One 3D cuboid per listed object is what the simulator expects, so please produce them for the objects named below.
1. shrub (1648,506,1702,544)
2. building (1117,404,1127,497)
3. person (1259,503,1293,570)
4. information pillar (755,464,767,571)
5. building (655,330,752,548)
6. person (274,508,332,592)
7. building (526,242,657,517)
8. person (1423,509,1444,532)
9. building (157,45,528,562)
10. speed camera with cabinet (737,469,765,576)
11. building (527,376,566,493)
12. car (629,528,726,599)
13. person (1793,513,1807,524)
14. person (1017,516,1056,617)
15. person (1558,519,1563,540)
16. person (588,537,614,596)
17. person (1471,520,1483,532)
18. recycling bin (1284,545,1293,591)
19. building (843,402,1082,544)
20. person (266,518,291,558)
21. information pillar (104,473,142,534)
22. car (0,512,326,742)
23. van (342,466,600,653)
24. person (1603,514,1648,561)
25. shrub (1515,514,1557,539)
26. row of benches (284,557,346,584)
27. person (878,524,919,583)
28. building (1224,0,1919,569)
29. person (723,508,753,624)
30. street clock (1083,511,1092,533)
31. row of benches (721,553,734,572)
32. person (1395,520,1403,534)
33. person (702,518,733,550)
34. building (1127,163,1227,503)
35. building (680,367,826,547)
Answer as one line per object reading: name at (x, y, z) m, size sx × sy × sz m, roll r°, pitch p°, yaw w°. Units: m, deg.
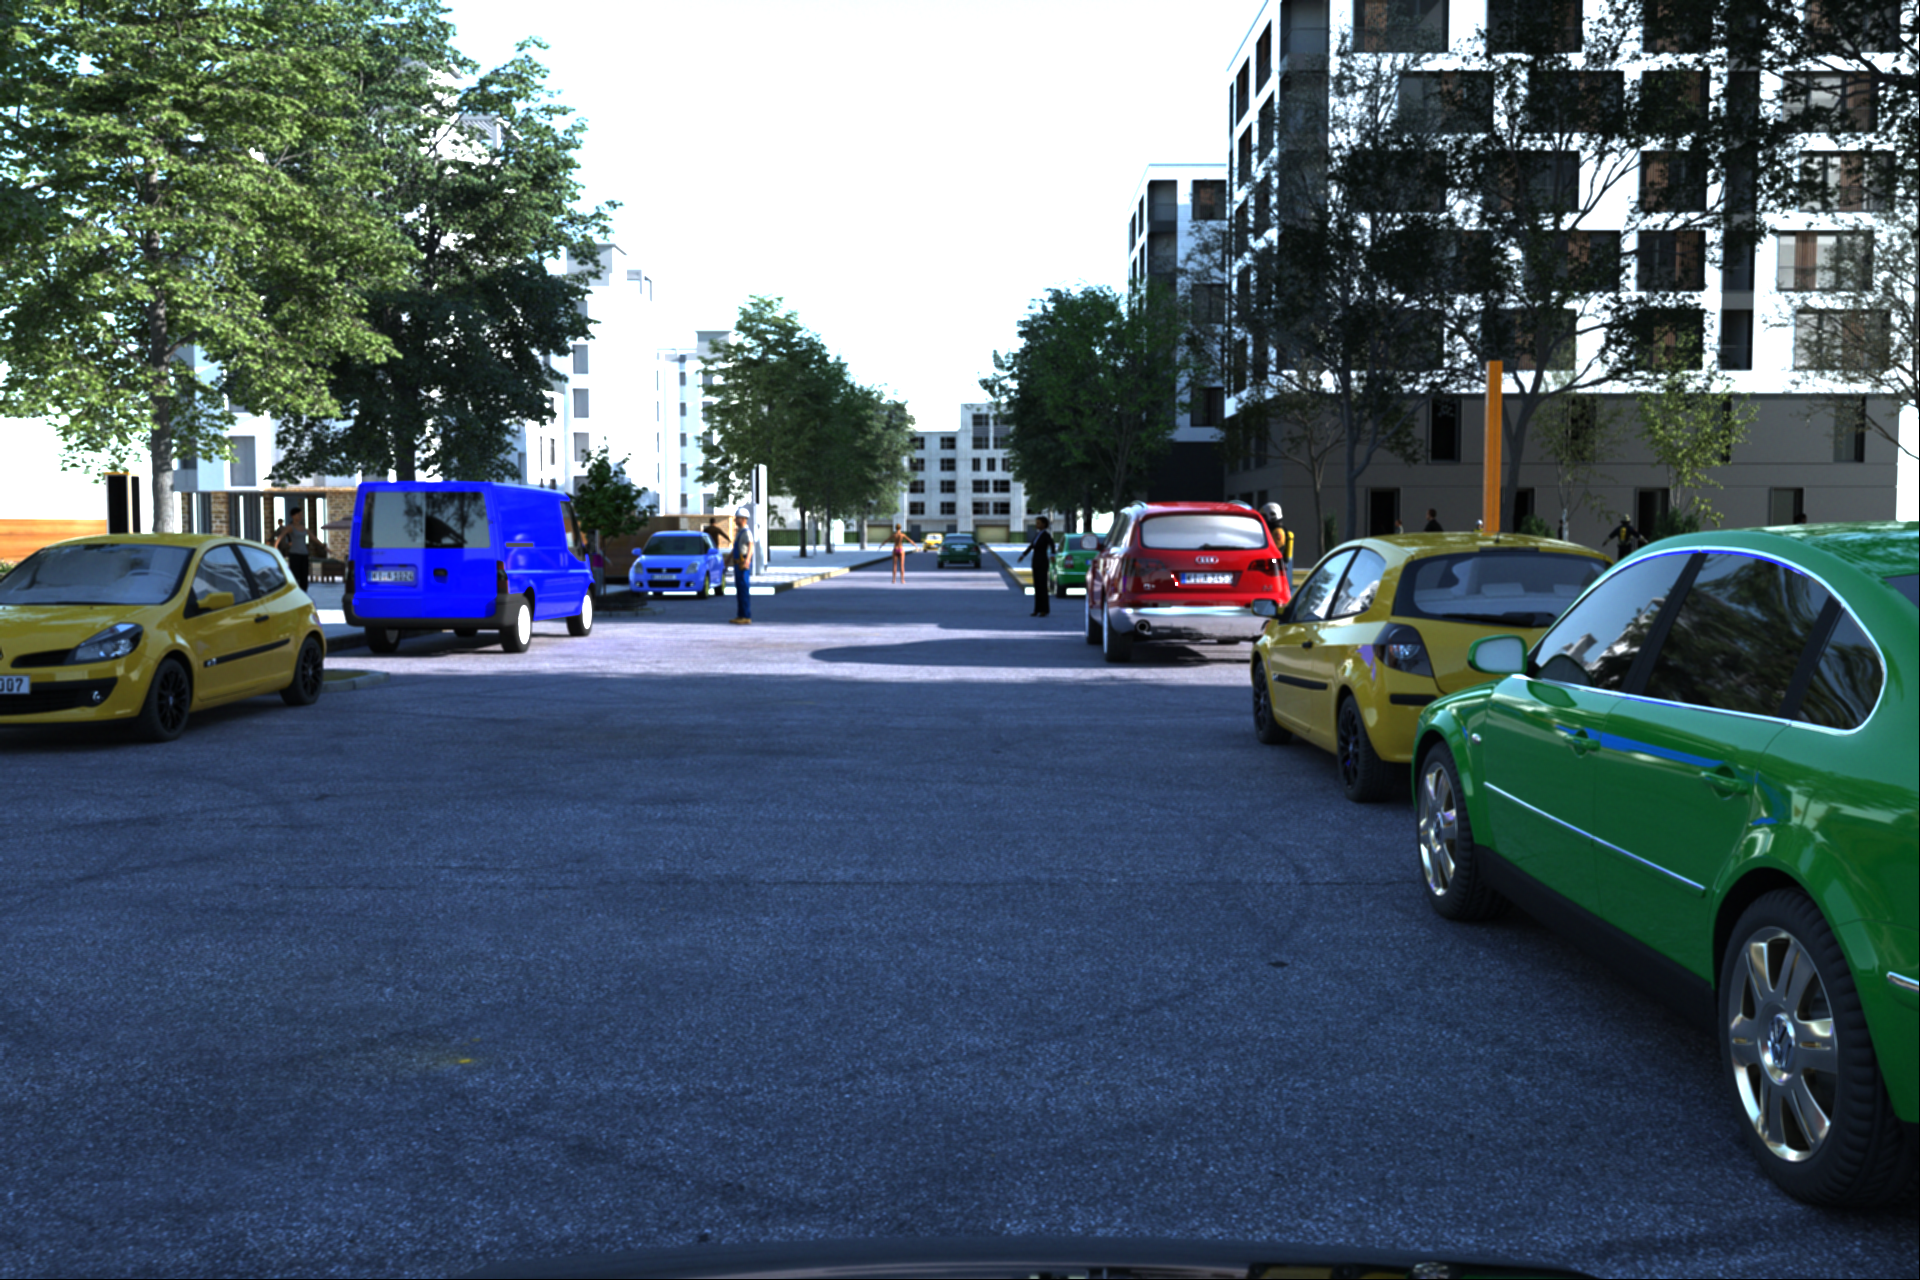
shrub at (18.233, -2.423, 44.043) m, size 1.690 × 2.028 × 1.600 m, roll 0°, pitch 3°, yaw 0°
building at (25.874, -19.151, 179.577) m, size 16.747 × 18.905 × 31.486 m, roll 0°, pitch 4°, yaw 0°
person at (4.242, -0.951, 23.775) m, size 0.705 × 1.858 × 1.354 m, roll 0°, pitch 4°, yaw 1°
information pillar at (-6.801, -4.149, 59.145) m, size 0.184 × 3.620 × 1.656 m, roll 0°, pitch 4°, yaw 1°
building at (-25.980, -18.657, 161.459) m, size 16.016 × 20.090 × 11.380 m, roll 0°, pitch 3°, yaw 0°
person at (-11.249, -1.393, 29.579) m, size 0.721 × 1.737 × 1.217 m, roll 2°, pitch 4°, yaw 29°
building at (-27.275, -15.735, 113.686) m, size 16.016 × 20.090 × 11.380 m, roll 0°, pitch 4°, yaw 1°
person at (9.735, -1.813, 35.863) m, size 1.348 × 1.803 × 0.705 m, roll -3°, pitch 5°, yaw -42°
building at (-25.468, -12.975, 68.566) m, size 16.016 × 20.090 × 11.380 m, roll 0°, pitch 4°, yaw 1°
speed camera with cabinet at (-6.477, -3.626, 53.613) m, size 0.660 × 3.252 × 2.038 m, roll 0°, pitch 4°, yaw 1°
building at (-26.550, -9.459, 96.803) m, size 9.099 × 9.664 × 28.070 m, roll 0°, pitch 4°, yaw 1°
car at (-6.358, -1.807, 39.128) m, size 1.945 × 1.707 × 3.694 m, roll 0°, pitch 4°, yaw 1°
person at (18.352, -1.883, 37.626) m, size 0.721 × 1.735 × 1.217 m, roll 0°, pitch 4°, yaw -3°
person at (1.343, -1.280, 30.112) m, size 0.721 × 1.740 × 1.216 m, roll -2°, pitch 4°, yaw -27°
person at (21.552, -3.420, 61.858) m, size 0.705 × 1.837 × 1.347 m, roll 1°, pitch 4°, yaw 22°
person at (-7.166, -1.394, 34.512) m, size 0.599 × 1.433 × 0.991 m, roll -3°, pitch 4°, yaw -38°
person at (18.583, -3.397, 62.001) m, size 1.216 × 1.772 × 0.721 m, roll 2°, pitch 4°, yaw 29°
recycling bin at (7.176, -1.649, 39.520) m, size 0.722 × 1.027 × 0.722 m, roll 0°, pitch 4°, yaw 1°
building at (0.789, -22.654, 239.310) m, size 31.486 × 18.905 × 16.747 m, roll 0°, pitch 4°, yaw 6°
person at (-21.949, -3.041, 55.939) m, size 0.704 × 1.802 × 1.346 m, roll 1°, pitch 4°, yaw 11°
information pillar at (-10.042, -0.999, 20.833) m, size 0.304 × 2.012 × 0.304 m, roll 0°, pitch 3°, yaw 0°
car at (-6.274, -0.178, 13.133) m, size 2.015 × 1.641 × 3.980 m, roll 0°, pitch 3°, yaw 0°
van at (-6.151, -1.109, 22.511) m, size 2.240 × 2.365 × 5.245 m, roll 0°, pitch 4°, yaw 1°
person at (19.473, -2.747, 50.691) m, size 1.354 × 1.856 × 0.705 m, roll 3°, pitch 4°, yaw 38°
shrub at (19.490, -3.337, 58.984) m, size 1.690 × 2.028 × 1.600 m, roll 0°, pitch 3°, yaw 0°
row of benches at (-17.485, -1.906, 46.627) m, size 1.422 × 0.672 × 4.104 m, roll -3°, pitch 4°, yaw -36°
person at (-1.803, -2.535, 50.705) m, size 1.217 × 1.733 × 0.721 m, roll 0°, pitch 4°, yaw 1°
building at (25.678, -14.370, 78.925) m, size 27.936 × 21.610 × 32.646 m, roll 0°, pitch 3°, yaw 0°
person at (-3.516, -1.188, 27.742) m, size 0.705 × 1.847 × 1.347 m, roll -1°, pitch 4°, yaw -22°
street clock at (4.047, -3.066, 54.699) m, size 0.358 × 2.002 × 0.471 m, roll 0°, pitch 4°, yaw -1°
row of benches at (-8.815, -2.683, 59.329) m, size 4.104 × 0.672 × 1.422 m, roll 3°, pitch 4°, yaw 38°
person at (15.742, -3.427, 62.298) m, size 0.705 × 1.796 × 1.348 m, roll 1°, pitch 4°, yaw 11°
person at (-8.108, -3.098, 56.792) m, size 1.346 × 1.812 × 0.704 m, roll 0°, pitch 4°, yaw -8°
building at (24.551, -16.392, 111.980) m, size 27.936 × 21.610 × 32.646 m, roll 0°, pitch 4°, yaw 1°
building at (-24.805, -20.007, 193.576) m, size 16.747 × 18.905 × 31.486 m, roll 0°, pitch 4°, yaw 1°
